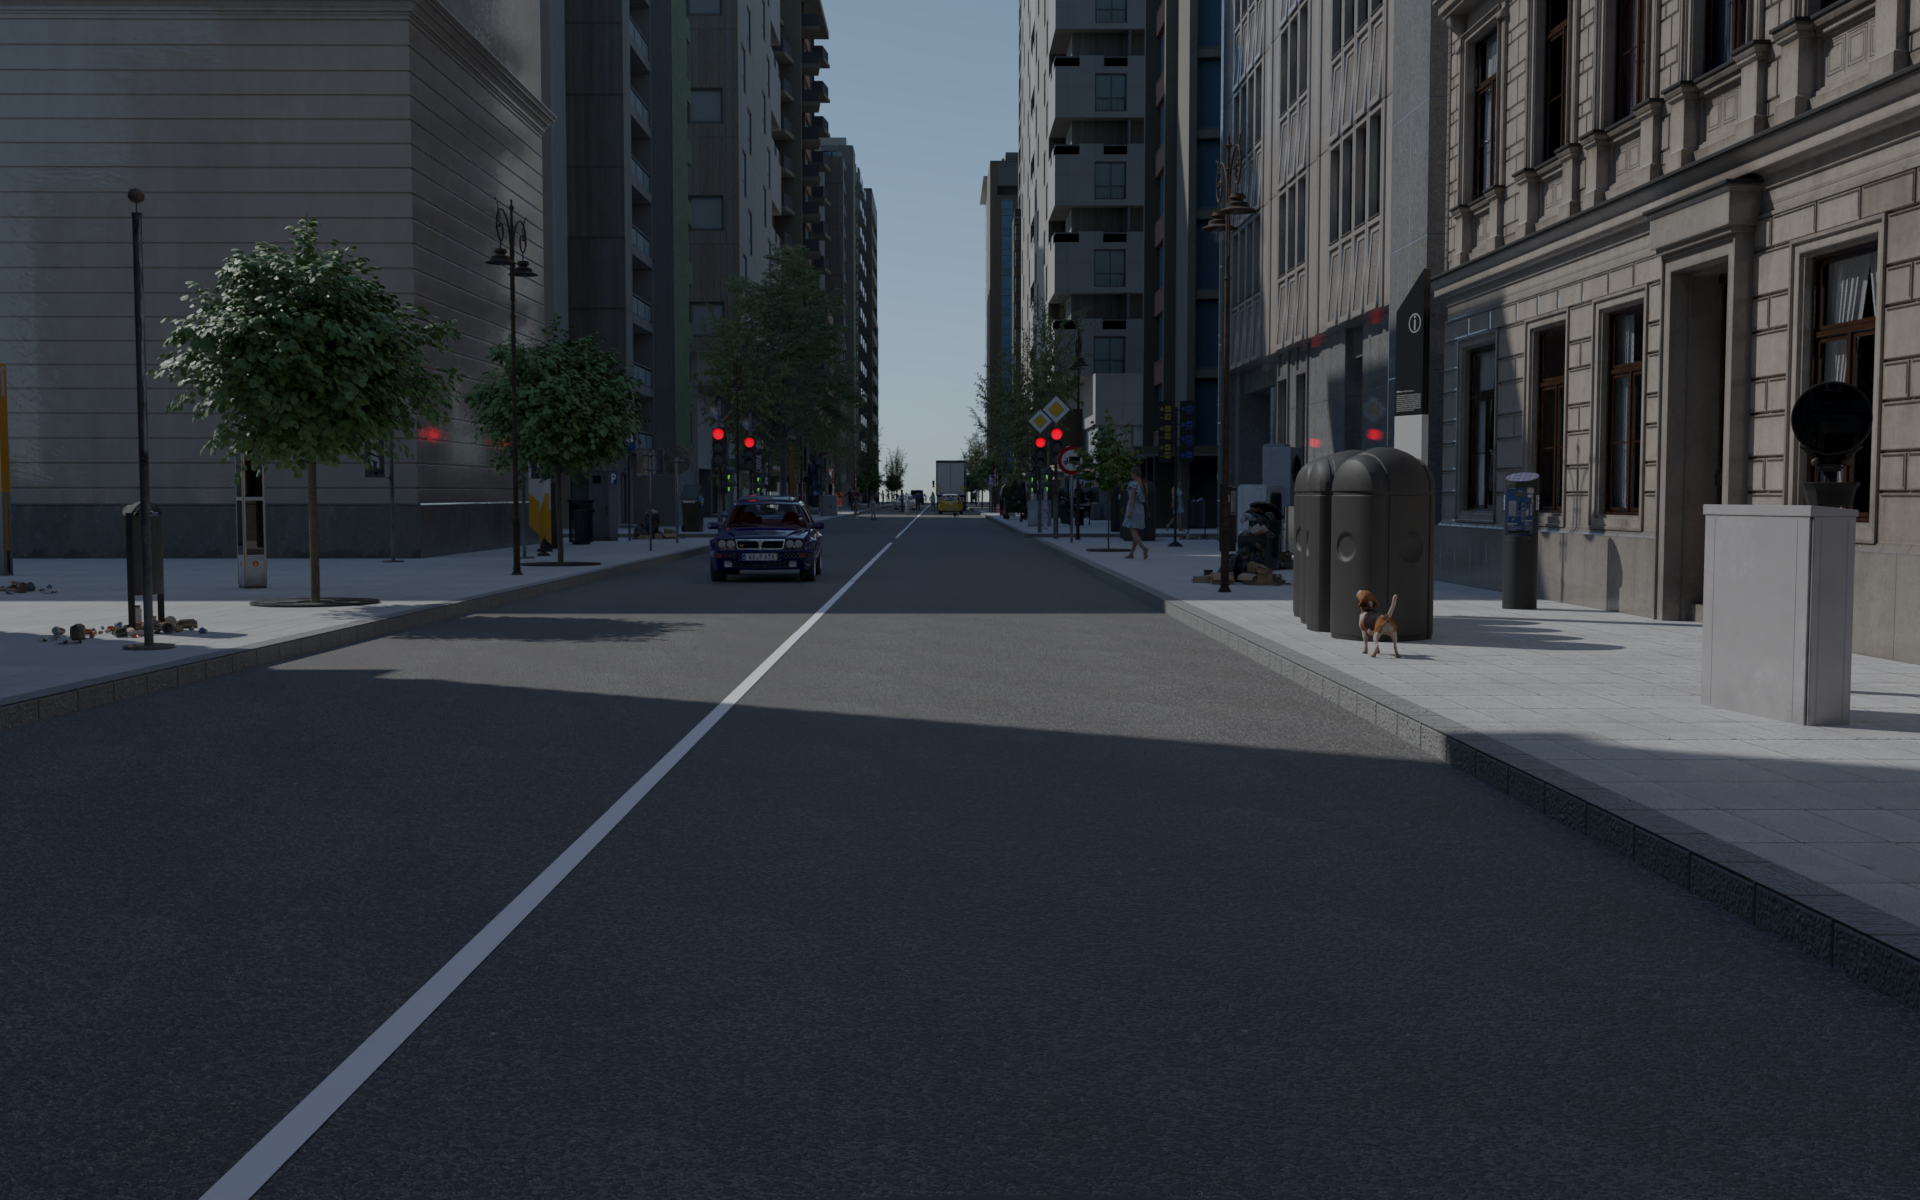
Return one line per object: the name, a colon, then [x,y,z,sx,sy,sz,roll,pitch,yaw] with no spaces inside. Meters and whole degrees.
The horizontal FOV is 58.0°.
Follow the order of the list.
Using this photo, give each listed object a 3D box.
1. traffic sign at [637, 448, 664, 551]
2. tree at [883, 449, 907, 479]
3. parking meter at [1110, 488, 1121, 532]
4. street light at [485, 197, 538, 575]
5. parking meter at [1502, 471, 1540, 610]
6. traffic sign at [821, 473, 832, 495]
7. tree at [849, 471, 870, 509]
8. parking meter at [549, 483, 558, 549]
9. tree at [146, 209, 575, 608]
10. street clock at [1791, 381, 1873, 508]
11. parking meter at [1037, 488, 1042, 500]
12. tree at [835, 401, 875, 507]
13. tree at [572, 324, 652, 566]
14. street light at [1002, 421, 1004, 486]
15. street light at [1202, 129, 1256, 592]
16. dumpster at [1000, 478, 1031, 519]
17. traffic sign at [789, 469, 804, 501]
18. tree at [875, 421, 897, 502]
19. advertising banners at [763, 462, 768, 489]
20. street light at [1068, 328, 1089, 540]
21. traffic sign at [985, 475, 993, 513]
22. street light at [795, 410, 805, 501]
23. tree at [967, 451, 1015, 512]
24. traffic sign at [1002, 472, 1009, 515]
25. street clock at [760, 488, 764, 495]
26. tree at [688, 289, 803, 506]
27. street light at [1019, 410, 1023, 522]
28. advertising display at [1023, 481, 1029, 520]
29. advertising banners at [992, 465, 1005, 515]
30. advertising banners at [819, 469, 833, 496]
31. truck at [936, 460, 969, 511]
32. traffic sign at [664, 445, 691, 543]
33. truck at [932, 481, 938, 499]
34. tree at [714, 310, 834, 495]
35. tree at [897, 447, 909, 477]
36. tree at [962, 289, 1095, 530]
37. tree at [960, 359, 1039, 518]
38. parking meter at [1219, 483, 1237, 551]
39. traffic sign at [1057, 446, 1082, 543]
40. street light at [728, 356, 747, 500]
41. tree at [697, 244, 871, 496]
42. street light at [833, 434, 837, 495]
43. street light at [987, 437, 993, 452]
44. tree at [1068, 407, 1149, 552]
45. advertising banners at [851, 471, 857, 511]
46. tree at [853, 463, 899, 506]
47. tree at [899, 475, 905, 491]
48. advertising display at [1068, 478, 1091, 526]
traffic sign: [-6.952,-2.248,38.885,0.606,2.300,0.079,0,4,1]
tree: [-10.326,-20.272,281.801,4.737,8.622,4.395,0,3,0]
parking meter: [5.266,-3.059,58.428,0.372,1.533,0.369,0,3,0]
street light: [-7.035,-3.336,27.328,0.468,5.910,1.993,0,4,-1]
parking meter: [6.260,-0.668,19.336,0.372,1.533,0.369,0,3,0]
traffic sign: [-8.138,-6.408,104.869,0.768,2.556,0.104,0,4,5]
tree: [-8.327,-9.297,146.610,1.663,3.219,1.824,0,3,0]
parking meter: [-9.589,-1.959,40.446,0.372,1.533,0.369,0,3,0]
tree: [-7.627,-2.229,20.157,4.285,4.588,4.351,0,3,0]
street clock: [5.633,-0.408,11.236,0.471,2.002,0.358,2,4,28]
parking meter: [3.484,-4.251,77.916,0.372,1.533,0.369,0,3,0]
tree: [-8.847,-10.637,124.282,4.360,8.622,3.978,0,3,0]
tree: [-7.267,-2.910,31.299,4.285,4.588,4.351,0,3,0]
street light: [2.590,-8.156,106.132,0.468,5.910,1.993,0,4,-1]
street light: [3.463,-3.039,22.481,0.468,5.910,1.993,0,4,-1]
dumpster: [2.816,-5.238,88.140,1.502,2.255,1.985,0,4,-1]
traffic sign: [-8.182,-5.297,86.718,0.768,2.556,0.104,1,4,9]
tree: [-9.427,-13.707,174.472,4.360,8.622,3.978,0,3,0]
advertising banners: [-10.111,-5.462,85.495,0.090,3.025,2.074,3,5,40]
street light: [3.305,-4.625,48.413,0.468,5.910,1.993,0,4,-1]
traffic sign: [2.095,-7.142,116.879,0.768,2.556,0.104,0,4,6]
street light: [-7.716,-6.805,84.043,0.468,5.910,1.993,0,4,-1]
tree: [2.540,-8.727,126.406,4.285,4.588,4.351,0,3,0]
traffic sign: [2.785,-6.113,99.958,0.884,2.594,0.081,0,4,3]
street clock: [-10.146,-5.115,88.199,0.358,2.002,0.471,-1,4,-11]
tree: [-8.075,-6.897,63.128,4.737,8.622,4.395,0,3,0]
street light: [2.804,-6.512,79.262,0.468,5.910,1.993,0,4,-1]
advertising display: [3.260,-4.909,85.474,0.123,1.923,0.974,1,4,11]
advertising banners: [2.554,-6.587,103.892,0.090,3.025,2.074,-3,4,-37]
advertising banners: [-9.463,-7.606,120.538,0.090,3.025,2.074,-3,5,-44]
truck: [-0.670,-9.774,148.720,2.839,4.237,11.283,0,4,1]
traffic sign: [-7.423,-2.769,45.386,0.768,2.556,0.104,1,4,9]
truck: [-1.202,-11.486,183.721,3.469,3.379,9.791,0,4,-1]
tree: [-7.994,-7.336,70.303,4.360,8.622,3.978,0,3,0]
tree: [-9.864,-19.025,261.416,4.360,8.622,3.978,0,3,0]
tree: [2.953,-6.855,62.443,4.737,8.622,4.395,0,3,0]
tree: [2.733,-8.796,94.169,4.360,8.622,3.978,0,3,0]
parking meter: [6.007,-1.861,38.834,0.372,1.533,0.369,0,3,0]
traffic sign: [2.948,-2.787,45.665,0.768,2.556,0.104,0,4,3]
street light: [-7.425,-5.202,57.837,0.468,5.910,1.993,0,4,-1]
tree: [-7.931,-9.806,78.451,7.486,12.596,7.792,0,3,0]
street light: [-7.950,-8.393,110.021,0.468,5.910,1.993,0,4,-1]
street light: [2.277,-9.739,132.024,0.468,5.910,1.993,0,4,-1]
tree: [3.202,-2.703,38.792,1.663,3.219,1.824,0,3,0]
advertising banners: [-8.114,-8.321,132.230,0.090,3.025,2.074,-1,4,-15]
tree: [-9.484,-12.069,181.044,4.285,4.588,4.351,0,3,0]
tree: [-9.730,-16.474,253.060,4.285,4.588,4.351,0,3,0]
advertising display: [4.835,-3.971,70.135,0.974,1.923,0.123,-1,4,-14]
